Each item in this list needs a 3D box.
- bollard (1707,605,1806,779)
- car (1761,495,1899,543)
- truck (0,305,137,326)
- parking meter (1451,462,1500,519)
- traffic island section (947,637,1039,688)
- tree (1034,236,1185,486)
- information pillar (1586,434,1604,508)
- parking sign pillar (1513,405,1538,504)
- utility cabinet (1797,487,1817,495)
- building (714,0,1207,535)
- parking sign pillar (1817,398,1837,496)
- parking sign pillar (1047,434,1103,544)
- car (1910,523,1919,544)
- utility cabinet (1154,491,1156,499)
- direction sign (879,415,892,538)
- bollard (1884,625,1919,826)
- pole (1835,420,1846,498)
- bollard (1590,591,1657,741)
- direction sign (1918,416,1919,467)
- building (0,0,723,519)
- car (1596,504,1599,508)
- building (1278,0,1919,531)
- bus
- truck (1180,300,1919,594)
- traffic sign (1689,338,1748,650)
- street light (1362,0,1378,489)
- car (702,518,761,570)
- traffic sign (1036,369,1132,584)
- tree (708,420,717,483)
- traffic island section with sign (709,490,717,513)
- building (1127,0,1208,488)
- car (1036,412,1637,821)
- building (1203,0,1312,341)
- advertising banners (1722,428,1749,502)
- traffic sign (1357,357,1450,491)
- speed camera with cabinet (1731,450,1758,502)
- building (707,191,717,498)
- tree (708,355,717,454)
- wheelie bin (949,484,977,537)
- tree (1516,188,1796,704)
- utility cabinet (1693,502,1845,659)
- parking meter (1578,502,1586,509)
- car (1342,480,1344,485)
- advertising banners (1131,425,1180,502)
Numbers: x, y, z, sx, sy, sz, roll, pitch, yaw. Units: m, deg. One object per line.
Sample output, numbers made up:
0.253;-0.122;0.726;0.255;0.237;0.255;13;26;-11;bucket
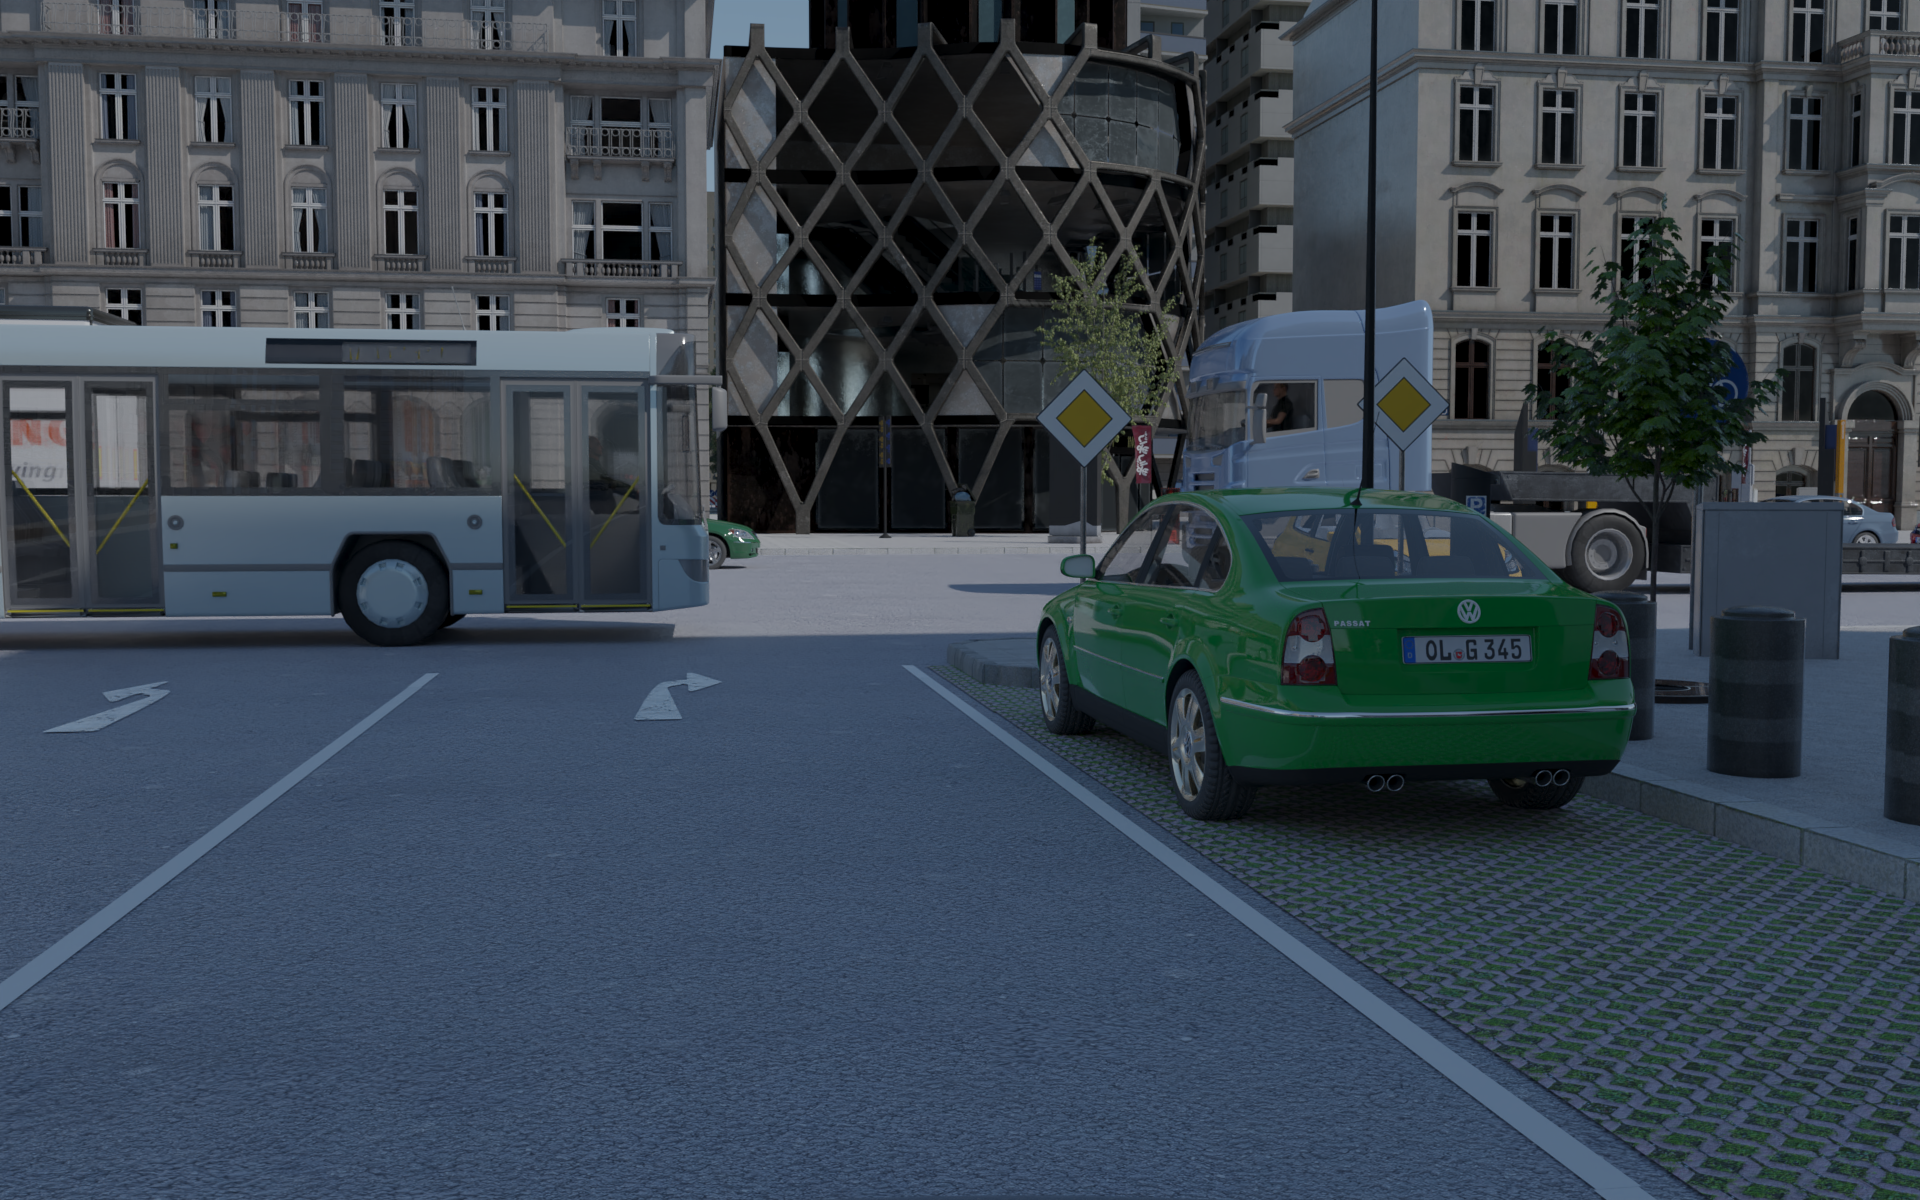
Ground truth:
3.668;0.412;7.982;0.404;0.777;0.398;0;3;0;bollard
18.199;-1.592;38.033;4.499;1.417;2.014;-1;4;-9;car
-18.664;-2.272;26.062;11.283;4.237;2.839;-1;4;-11;truck
4.092;-0.329;13.790;0.372;1.533;0.369;0;3;0;parking meter
1.014;0.503;14.055;2.009;0.180;2.903;-1;4;-9;traffic island section
4.264;-6.128;50.558;4.737;8.622;4.395;0;3;0;tree
18.296;-3.578;49.862;0.504;3.616;0.183;-1;4;-12;information pillar
16.804;-3.857;51.533;1.447;3.967;1.447;0;4;7;parking sign pillar
28.165;-2.953;56.958;1.173;1.500;0.318;1;4;13;utility cabinet
-0.079;-11.880;61.692;16.811;18.784;16.820;-1;4;-9;building
24.551;-3.698;48.939;1.447;3.967;1.447;2;4;33;parking sign pillar
3.017;-3.476;45.303;1.447;3.967;1.447;1;4;19;parking sign pillar
22.068;-1.650;36.016;4.494;1.783;2.155;-1;4;-8;car
11.300;-5.832;104.024;1.173;1.500;0.318;3;5;45;utility cabinet
-2.175;-3.567;50.316;0.379;3.537;0.876;-2;4;-24;direction sign
3.861;0.484;6.796;0.404;0.777;0.398;0;3;0;bollard
24.246;-3.296;47.739;0.158;3.312;0.155;0;3;0;pole
3.469;0.339;9.174;0.404;0.777;0.398;0;3;0;bollard
28.261;-3.576;50.468;0.876;3.537;0.379;-1;4;-17;direction sign
-20.008;-13.120;56.319;24.055;21.916;13.314;-1;4;-9;building
16.636;-1.877;40.476;4.222;1.686;2.009;-1;4;-10;car
31.045;-15.072;65.512;34.723;24.649;14.460;-1;4;-9;building
-8.260;-1.347;16.876;13.247;3.499;2.948;-1;4;-8;bus
11.973;-2.214;25.952;18.799;4.110;2.967;-1;4;-9;truck
6.055;-0.863;14.213;0.768;2.556;0.104;0;4;-5;traffic sign
2.601;-2.483;13.135;1.470;5.913;1.316;-1;4;-9;street light
-6.321;-1.323;33.422;4.920;1.459;2.131;-1;4;-9;car
0.992;-0.632;13.974;0.795;2.450;0.064;-1;4;-9;traffic sign
-21.054;-15.920;166.949;9.857;13.997;8.962;0;3;0;tree
-18.567;-7.579;132.550;1.989;1.847;2.006;-1;4;-9;traffic island section with sign
6.296;-35.905;129.050;21.231;58.520;28.212;-1;4;-9;building
1.626;-0.016;9.062;1.959;1.807;4.718;-1;4;-10;car
32.600;-34.588;154.744;27.495;52.752;28.713;-1;4;-9;building
21.087;-3.115;47.120;0.090;3.025;2.074;0;4;7;advertising banners
3.753;-0.829;14.734;0.795;2.450;0.064;0;4;-2;traffic sign
24.542;-3.661;54.188;0.660;3.252;2.038;2;4;30;speed camera with cabinet
-32.571;-32.611;225.064;23.993;40.220;32.217;-1;4;-9;building
-14.902;-13.190;123.075;7.806;13.903;7.818;0;3;0;tree
0.077;-2.699;52.037;0.693;1.594;0.980;-1;4;-23;wheelie bin
4.556;-1.005;11.032;1.663;3.219;1.824;0;3;0;tree
6.357;-0.152;13.648;1.020;1.237;0.306;1;4;13;utility cabinet
18.713;-2.662;51.930;0.372;1.533;0.369;0;3;0;parking meter
4.972;-0.601;20.047;2.015;1.641;3.980;-1;4;-11;car
5.361;-2.916;43.869;2.074;3.025;0.090;0;4;-3;advertising banners
